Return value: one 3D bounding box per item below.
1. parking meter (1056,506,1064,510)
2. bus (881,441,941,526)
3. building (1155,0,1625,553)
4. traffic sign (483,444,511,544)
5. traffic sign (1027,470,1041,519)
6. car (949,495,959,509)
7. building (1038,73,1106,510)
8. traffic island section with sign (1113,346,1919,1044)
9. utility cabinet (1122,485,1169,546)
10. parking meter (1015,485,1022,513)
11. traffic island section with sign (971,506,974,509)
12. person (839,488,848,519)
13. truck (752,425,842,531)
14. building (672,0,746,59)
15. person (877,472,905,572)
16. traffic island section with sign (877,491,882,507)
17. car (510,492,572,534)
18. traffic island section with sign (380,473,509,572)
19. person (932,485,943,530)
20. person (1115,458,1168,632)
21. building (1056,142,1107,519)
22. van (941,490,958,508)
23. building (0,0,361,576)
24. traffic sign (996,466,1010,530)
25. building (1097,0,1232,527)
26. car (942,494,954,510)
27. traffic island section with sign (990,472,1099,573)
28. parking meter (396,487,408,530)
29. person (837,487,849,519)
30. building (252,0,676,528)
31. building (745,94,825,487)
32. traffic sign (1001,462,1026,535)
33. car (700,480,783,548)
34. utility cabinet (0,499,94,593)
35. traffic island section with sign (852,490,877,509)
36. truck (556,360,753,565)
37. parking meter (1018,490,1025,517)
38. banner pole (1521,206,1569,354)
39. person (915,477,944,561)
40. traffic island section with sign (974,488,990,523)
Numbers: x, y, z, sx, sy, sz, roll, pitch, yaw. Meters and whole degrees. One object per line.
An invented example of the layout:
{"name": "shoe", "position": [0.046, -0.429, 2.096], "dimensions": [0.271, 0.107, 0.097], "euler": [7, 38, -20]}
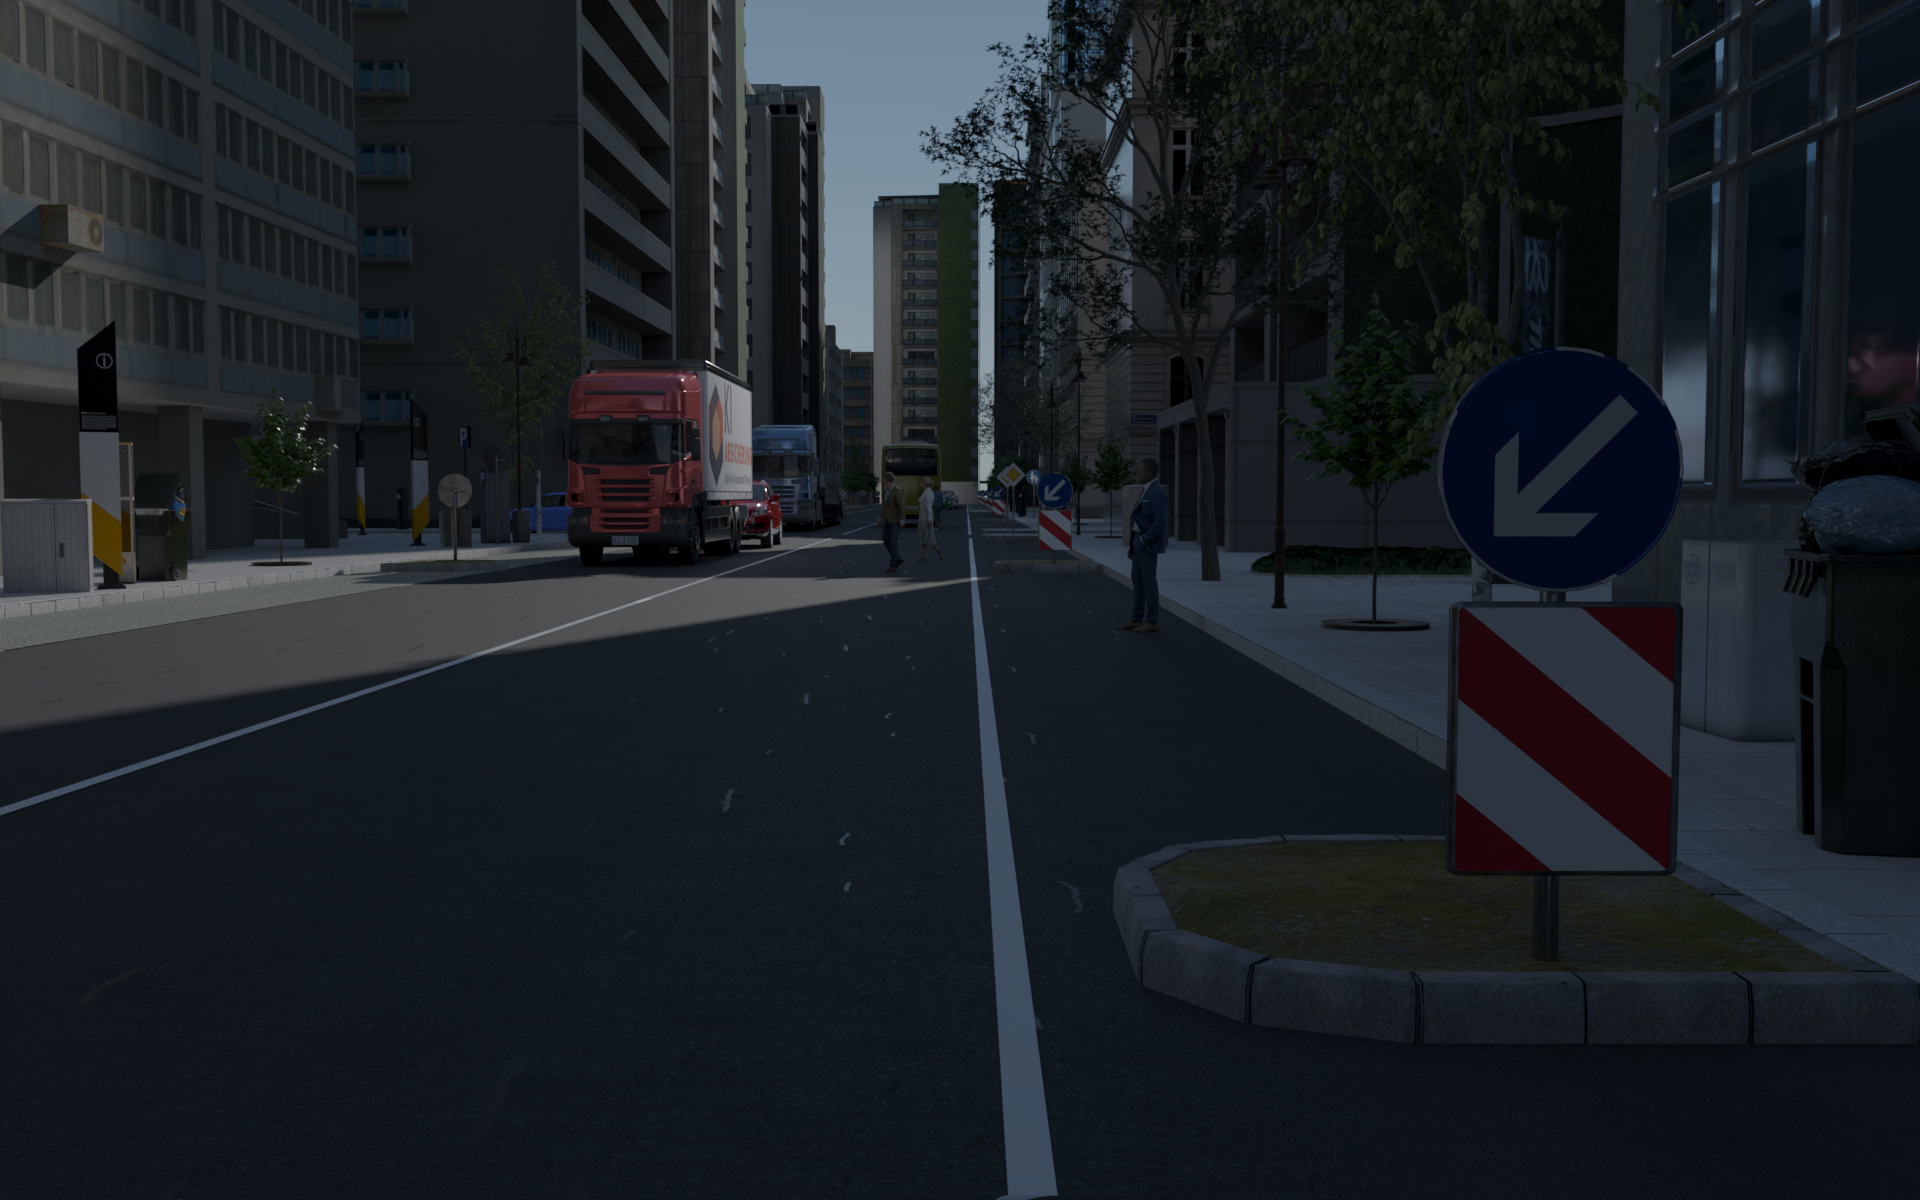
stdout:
{"name": "parking meter", "position": [3.981, -3.714, 69.127], "dimensions": [0.372, 1.533, 0.369], "euler": [0, 3, 0]}
{"name": "bus", "position": [-2.219, -5.381, 79.528], "dimensions": [2.896, 3.916, 12.252], "euler": [0, 4, -1]}
{"name": "building", "position": [16.138, -36.823, 40.316], "dimensions": [20.563, 71.187, 20.611], "euler": [0, 4, 0]}
{"name": "traffic sign", "position": [-11.831, -2.699, 44.241], "dimensions": [0.768, 2.556, 0.104], "euler": [1, 4, 10]}
{"name": "traffic sign", "position": [3.851, -5.499, 90.013], "dimensions": [0.768, 2.556, 0.104], "euler": [0, 4, 3]}
{"name": "car", "position": [-1.072, -9.450, 166.874], "dimensions": [2.083, 1.381, 4.827], "euler": [0, 4, -1]}
{"name": "building", "position": [11.658, -21.094, 122.376], "dimensions": [11.434, 29.767, 29.804], "euler": [0, 4, 0]}
{"name": "traffic island section with sign", "position": [1.518, 0.194, 5.456], "dimensions": [1.989, 1.847, 2.006], "euler": [0, 4, 0]}
{"name": "utility cabinet", "position": [4.525, -2.059, 42.342], "dimensions": [1.173, 1.500, 0.318], "euler": [3, 5, 40]}
{"name": "parking meter", "position": [3.958, -6.791, 116.741], "dimensions": [0.399, 1.863, 0.255], "euler": [-2, 4, -35]}
{"name": "traffic island section with sign", "position": [1.910, -6.540, 115.557], "dimensions": [1.989, 1.847, 2.006], "euler": [0, 4, 0]}
{"name": "person", "position": [-6.643, -5.464, 98.044], "dimensions": [0.583, 1.804, 0.606], "euler": [-2, 4, -33]}
{"name": "truck", "position": [-6.810, -5.106, 73.246], "dimensions": [2.967, 4.110, 18.799], "euler": [0, 4, 0]}
{"name": "building", "position": [-20.882, -25.831, 105.933], "dimensions": [14.154, 41.232, 14.086], "euler": [0, 4, 0]}
{"name": "person", "position": [-1.272, -1.449, 32.099], "dimensions": [0.656, 1.842, 0.836], "euler": [1, 4, 19]}
{"name": "traffic island section with sign", "position": [-9.084, -11.178, 191.389], "dimensions": [1.989, 1.847, 2.006], "euler": [0, 4, 0]}
{"name": "car", "position": [-13.760, -3.026, 59.060], "dimensions": [3.694, 1.707, 1.945], "euler": [0, 3, 0]}
{"name": "traffic island section with sign", "position": [-9.639, -1.471, 32.672], "dimensions": [1.989, 1.847, 2.006], "euler": [0, 4, 0]}
{"name": "person", "position": [-0.897, -3.680, 69.016], "dimensions": [0.601, 1.785, 0.444], "euler": [-2, 4, -34]}
{"name": "person", "position": [1.943, -0.573, 18.044], "dimensions": [0.419, 1.800, 0.721], "euler": [-1, 4, -17]}
{"name": "building", "position": [10.710, -15.216, 97.933], "dimensions": [9.793, 20.994, 18.267], "euler": [0, 4, 0]}
{"name": "van", "position": [-1.269, -10.493, 178.565], "dimensions": [2.013, 2.044, 4.112], "euler": [0, 4, 2]}
{"name": "building", "position": [-26.135, -20.966, 34.671], "dimensions": [23.993, 40.220, 32.217], "euler": [0, 4, 0]}
{"name": "traffic sign", "position": [1.702, -3.596, 62.432], "dimensions": [0.795, 2.450, 0.064], "euler": [0, 4, 0]}
{"name": "building", "position": [23.312, -15.340, 69.889], "dimensions": [34.723, 24.649, 14.460], "euler": [0, 4, 0]}
{"name": "car", "position": [-1.579, -8.706, 154.145], "dimensions": [2.131, 1.459, 4.920], "euler": [0, 4, -1]}
{"name": "traffic island section with sign", "position": [1.627, -1.455, 32.411], "dimensions": [1.989, 1.847, 2.006], "euler": [0, 4, 0]}
{"name": "parking meter", "position": [-20.129, -3.308, 62.495], "dimensions": [0.372, 1.533, 0.369], "euler": [0, 3, 0]}
{"name": "person", "position": [-6.810, -5.578, 99.483], "dimensions": [0.659, 1.850, 0.755], "euler": [2, 4, 29]}
{"name": "building", "position": [-24.652, -27.516, 73.594], "dimensions": [21.300, 48.544, 21.600], "euler": [0, 4, 0]}
{"name": "building", "position": [-17.675, -21.835, 128.711], "dimensions": [14.160, 30.474, 14.107], "euler": [0, 4, 0]}
{"name": "traffic sign", "position": [1.674, -3.107, 54.447], "dimensions": [0.795, 2.450, 0.064], "euler": [0, 4, 0]}
{"name": "car", "position": [-6.017, -2.372, 47.450], "dimensions": [2.281, 1.827, 5.304], "euler": [0, 4, -2]}
{"name": "utility cabinet", "position": [-11.903, -0.699, 22.597], "dimensions": [1.020, 1.237, 0.306], "euler": [-1, 4, -16]}
{"name": "traffic island section with sign", "position": [-9.185, -9.529, 164.434], "dimensions": [1.989, 1.847, 2.006], "euler": [0, 4, 0]}
{"name": "truck", "position": [-6.494, -3.031, 38.466], "dimensions": [2.839, 4.237, 11.283], "euler": [0, 3, 0]}
{"name": "parking meter", "position": [3.494, -5.512, 98.538], "dimensions": [0.372, 1.533, 0.369], "euler": [0, 3, 0]}
{"name": "banner pole", "position": [5.062, -1.530, 15.030], "dimensions": [0.863, 3.779, 0.401], "euler": [-3, 5, -42]}
{"name": "person", "position": [-0.644, -1.727, 36.958], "dimensions": [0.641, 1.798, 0.478], "euler": [1, 4, 23]}
{"name": "traffic island section with sign", "position": [1.817, -4.837, 87.719], "dimensions": [1.989, 1.847, 2.006], "euler": [0, 4, 0]}
